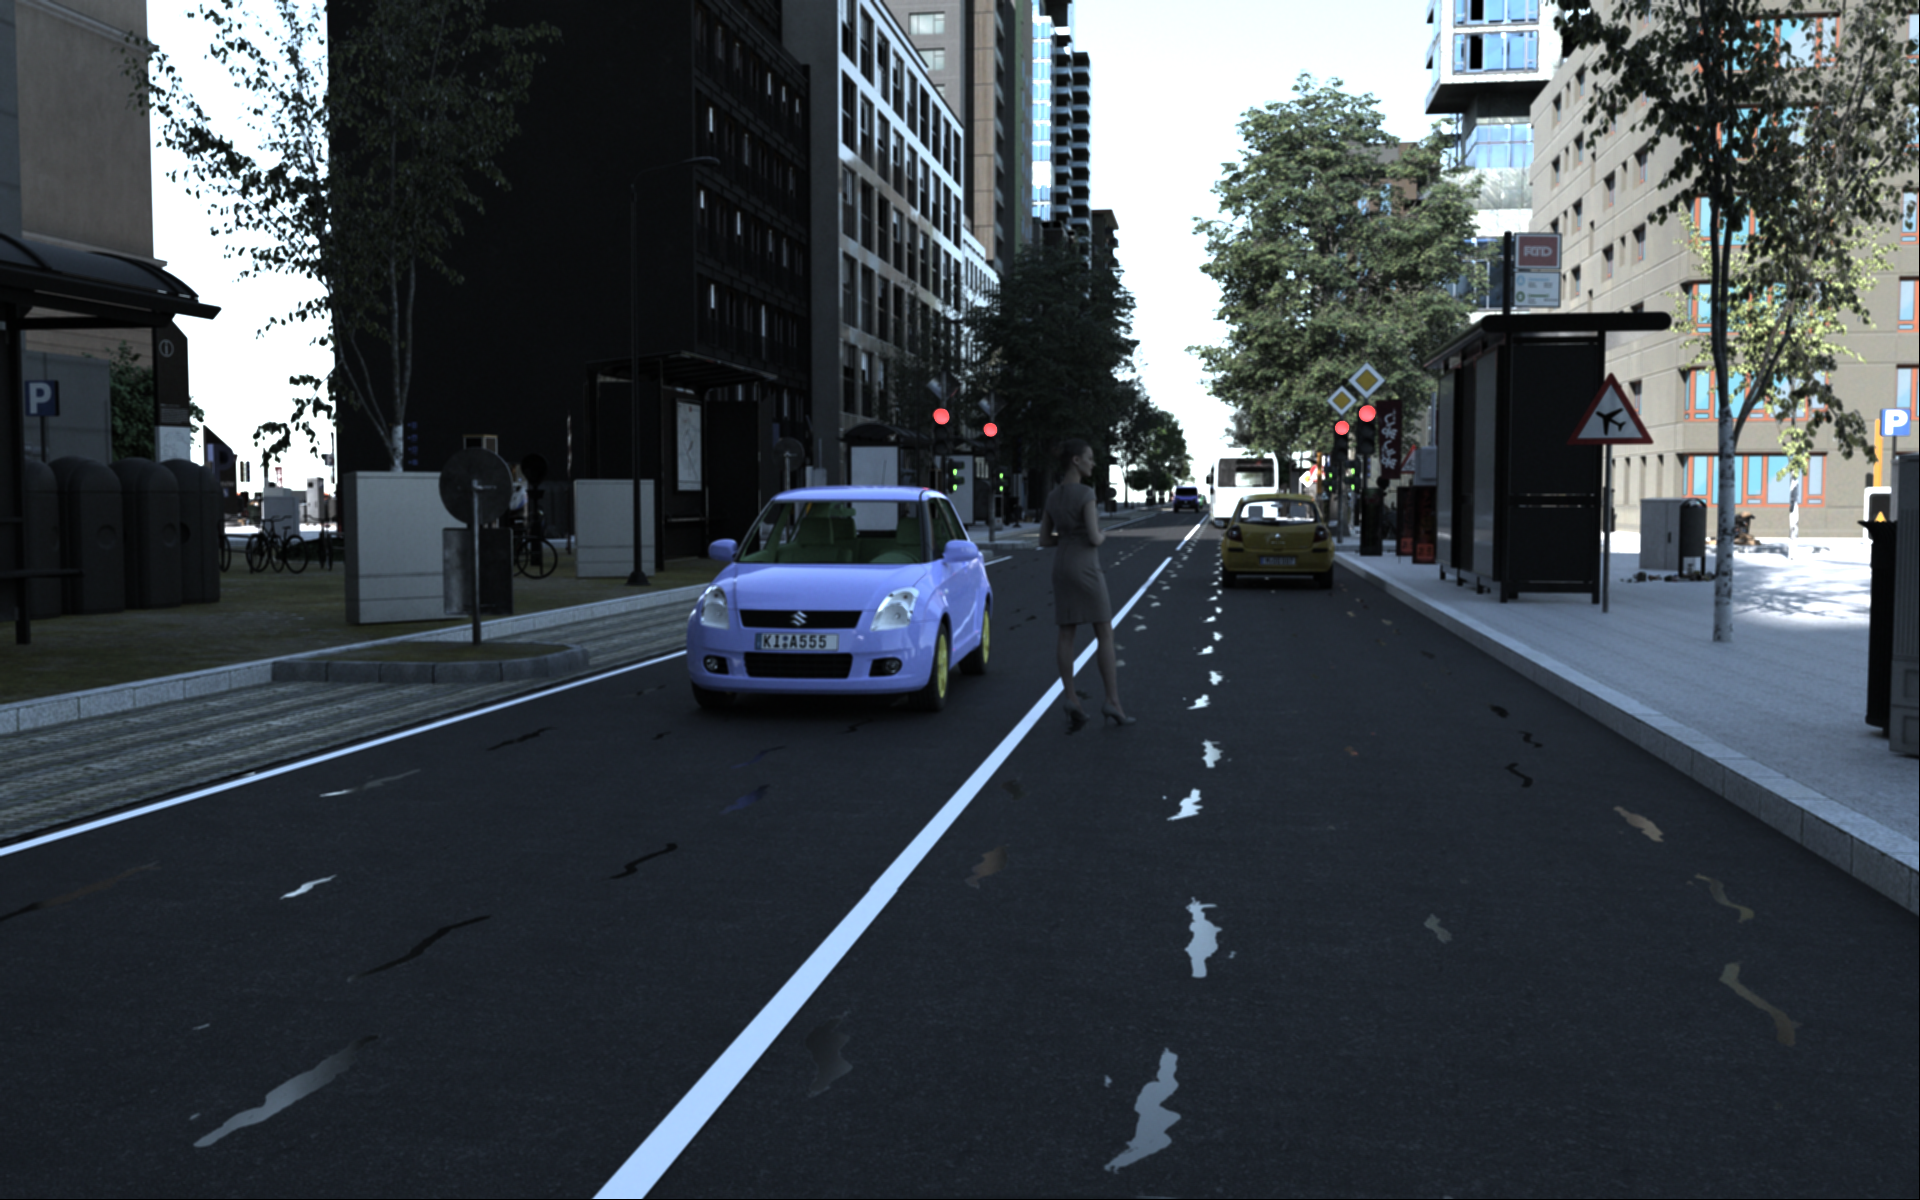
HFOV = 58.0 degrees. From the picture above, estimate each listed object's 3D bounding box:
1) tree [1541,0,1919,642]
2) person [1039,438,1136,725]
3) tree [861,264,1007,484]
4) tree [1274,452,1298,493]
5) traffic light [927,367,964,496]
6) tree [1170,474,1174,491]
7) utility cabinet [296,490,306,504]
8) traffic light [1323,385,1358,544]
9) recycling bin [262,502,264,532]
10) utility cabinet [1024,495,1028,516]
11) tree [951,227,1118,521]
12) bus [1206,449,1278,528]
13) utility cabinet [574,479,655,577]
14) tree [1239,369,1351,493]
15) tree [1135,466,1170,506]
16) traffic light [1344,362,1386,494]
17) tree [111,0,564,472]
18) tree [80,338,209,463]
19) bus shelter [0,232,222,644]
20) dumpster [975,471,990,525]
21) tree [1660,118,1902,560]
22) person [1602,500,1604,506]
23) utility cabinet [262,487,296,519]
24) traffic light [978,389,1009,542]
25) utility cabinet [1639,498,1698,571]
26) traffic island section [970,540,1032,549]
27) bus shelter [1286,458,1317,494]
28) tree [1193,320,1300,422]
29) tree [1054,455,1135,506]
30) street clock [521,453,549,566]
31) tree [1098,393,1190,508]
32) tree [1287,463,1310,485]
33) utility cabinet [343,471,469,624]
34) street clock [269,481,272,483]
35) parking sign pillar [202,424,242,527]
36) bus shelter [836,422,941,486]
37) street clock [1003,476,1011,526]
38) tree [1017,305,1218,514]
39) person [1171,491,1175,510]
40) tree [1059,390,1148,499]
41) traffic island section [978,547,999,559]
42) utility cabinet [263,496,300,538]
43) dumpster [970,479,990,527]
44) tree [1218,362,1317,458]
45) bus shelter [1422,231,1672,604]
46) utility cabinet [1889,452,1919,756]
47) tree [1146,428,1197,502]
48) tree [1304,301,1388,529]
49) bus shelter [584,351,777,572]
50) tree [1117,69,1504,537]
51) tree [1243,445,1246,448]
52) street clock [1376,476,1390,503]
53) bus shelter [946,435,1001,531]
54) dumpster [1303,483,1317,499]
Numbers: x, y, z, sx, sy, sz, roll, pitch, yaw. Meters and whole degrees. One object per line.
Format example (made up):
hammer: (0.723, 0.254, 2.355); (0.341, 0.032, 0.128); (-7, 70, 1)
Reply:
tree: (6.797, -3.931, 14.640); (4.360, 8.622, 3.978); (0, 3, 0)
person: (0.793, -0.125, 10.886); (0.374, 1.781, 0.599); (-3, 5, -40)
tree: (-0.604, -6.493, 56.528); (4.360, 8.622, 3.978); (0, 3, 0)
tree: (25.582, -9.462, 138.418); (4.285, 4.588, 4.351); (0, 3, 0)
traffic light: (-0.341, -3.017, 38.249); (0.839, 4.253, 0.868); (1, 4, 9)
tree: (25.267, -14.463, 220.185); (4.285, 4.588, 4.351); (0, 3, 0)
utility cabinet: (-36.187, -5.239, 94.332); (0.318, 1.500, 1.173); (2, 4, 25)
traffic light: (9.828, -3.417, 44.789); (0.839, 4.253, 0.868); (1, 4, 9)
recycling bin: (-23.163, -2.820, 58.662); (0.722, 1.027, 0.722); (0, 4, -7)
utility cabinet: (4.283, -5.548, 101.872); (1.020, 1.237, 0.306); (3, 4, 37)
tree: (4.064, -10.820, 83.565); (9.857, 13.997, 8.962); (0, 3, 0)
bus: (12.421, -5.001, 76.620); (2.948, 3.499, 13.247); (0, 4, 7)
utility cabinet: (-5.292, -1.092, 26.530); (1.173, 1.500, 0.318); (-1, 4, -18)
tree: (21.554, -10.828, 111.451); (7.601, 10.594, 8.767); (0, 4, 5)
tree: (19.598, -12.593, 189.608); (4.285, 4.588, 4.351); (0, 3, 0)
traffic light: (8.618, -2.934, 36.896); (0.839, 4.253, 0.868); (1, 4, 9)
tree: (-6.228, -4.156, 18.312); (4.360, 8.622, 3.978); (0, 3, 0)
tree: (-17.630, -3.233, 36.576); (4.285, 4.588, 4.351); (0, 3, 0)
bus shelter: (-7.680, -1.117, 12.188); (2.014, 3.302, 5.546); (1, 4, 9)
dumpster: (0.757, -4.255, 72.055); (1.502, 2.255, 1.985); (1, 4, 9)
tree: (15.898, -5.074, 33.318); (4.737, 8.622, 4.395); (0, 3, 0)
person: (15.222, -2.021, 41.725); (0.537, 1.800, 0.526); (1, 4, 14)
utility cabinet: (-21.882, -2.868, 55.566); (1.173, 1.500, 0.318); (3, 4, 36)
traffic light: (0.869, -3.500, 46.142); (0.839, 4.253, 0.868); (1, 4, 9)
utility cabinet: (11.974, -1.110, 29.315); (0.306, 1.237, 1.020); (-1, 4, -21)
traffic island section: (0.831, -1.468, 46.283); (2.009, 0.180, 2.903); (1, 4, 9)
bus shelter: (19.789, -6.454, 99.439); (2.014, 3.302, 5.546); (1, 4, 9)
tree: (30.675, -19.956, 182.164); (12.611, 20.169, 13.585); (0, 3, 0)
tree: (7.073, -7.213, 101.645); (4.285, 4.588, 4.351); (0, 3, 0)
street clock: (-7.600, -1.617, 31.015); (0.471, 2.002, 0.358); (0, 4, -4)
tree: (15.528, -14.523, 163.208); (9.928, 11.665, 9.643); (0, 3, 0)
tree: (20.704, -6.806, 105.884); (1.663, 3.219, 1.824); (0, 3, 0)
utility cabinet: (-5.543, -0.530, 17.338); (1.173, 1.500, 0.318); (-3, 5, -45)
street clock: (-39.522, -5.803, 99.451); (0.471, 2.002, 0.358); (-3, 5, -40)
parking sign pillar: (-28.791, -4.829, 67.420); (1.447, 3.967, 1.447); (1, 4, 22)
bus shelter: (-2.069, -3.512, 51.352); (2.014, 3.302, 5.546); (1, 4, 9)
street clock: (1.909, -4.019, 70.274); (0.358, 2.002, 0.471); (0, 4, 7)
tree: (8.490, -12.361, 112.469); (12.009, 13.543, 11.850); (0, 3, 0)
person: (18.867, -8.800, 153.323); (0.756, 1.711, 0.436); (-3, 4, -36)
tree: (11.313, -12.405, 137.238); (7.601, 10.594, 8.767); (-1, 4, -22)
traffic island section: (-0.379, -0.985, 38.389); (2.009, 0.180, 2.903); (1, 4, 9)
utility cabinet: (-19.990, -2.439, 51.041); (1.020, 1.237, 0.306); (1, 4, 12)
dumpster: (0.758, -3.831, 68.401); (1.264, 1.857, 1.865); (1, 4, 9)
tree: (27.126, -14.646, 149.834); (12.009, 13.543, 11.850); (0, 3, 0)
bus shelter: (7.781, -2.856, 24.321); (2.179, 5.291, 8.768); (1, 4, 9)
utility cabinet: (4.905, 0.043, 7.971); (0.318, 1.500, 1.173); (-1, 4, -22)
tree: (33.422, -21.962, 276.082); (9.611, 12.733, 9.660); (0, 3, 0)
tree: (14.111, -6.898, 63.137); (4.360, 8.622, 3.978); (0, 3, 0)
bus shelter: (-4.951, -2.469, 31.645); (1.731, 3.624, 6.357); (1, 4, 9)
tree: (11.426, -8.886, 51.948); (9.857, 13.997, 8.962); (0, 3, 0)
tree: (39.062, -18.776, 225.107); (7.486, 12.596, 7.792); (0, 3, 0)
street clock: (16.668, -3.896, 68.268); (0.471, 2.002, 0.358); (-1, 4, -17)
bus shelter: (0.122, -4.199, 62.573); (2.014, 3.302, 5.546); (1, 4, 9)
dumpster: (18.432, -5.142, 89.831); (1.264, 1.857, 1.865); (1, 4, 9)
